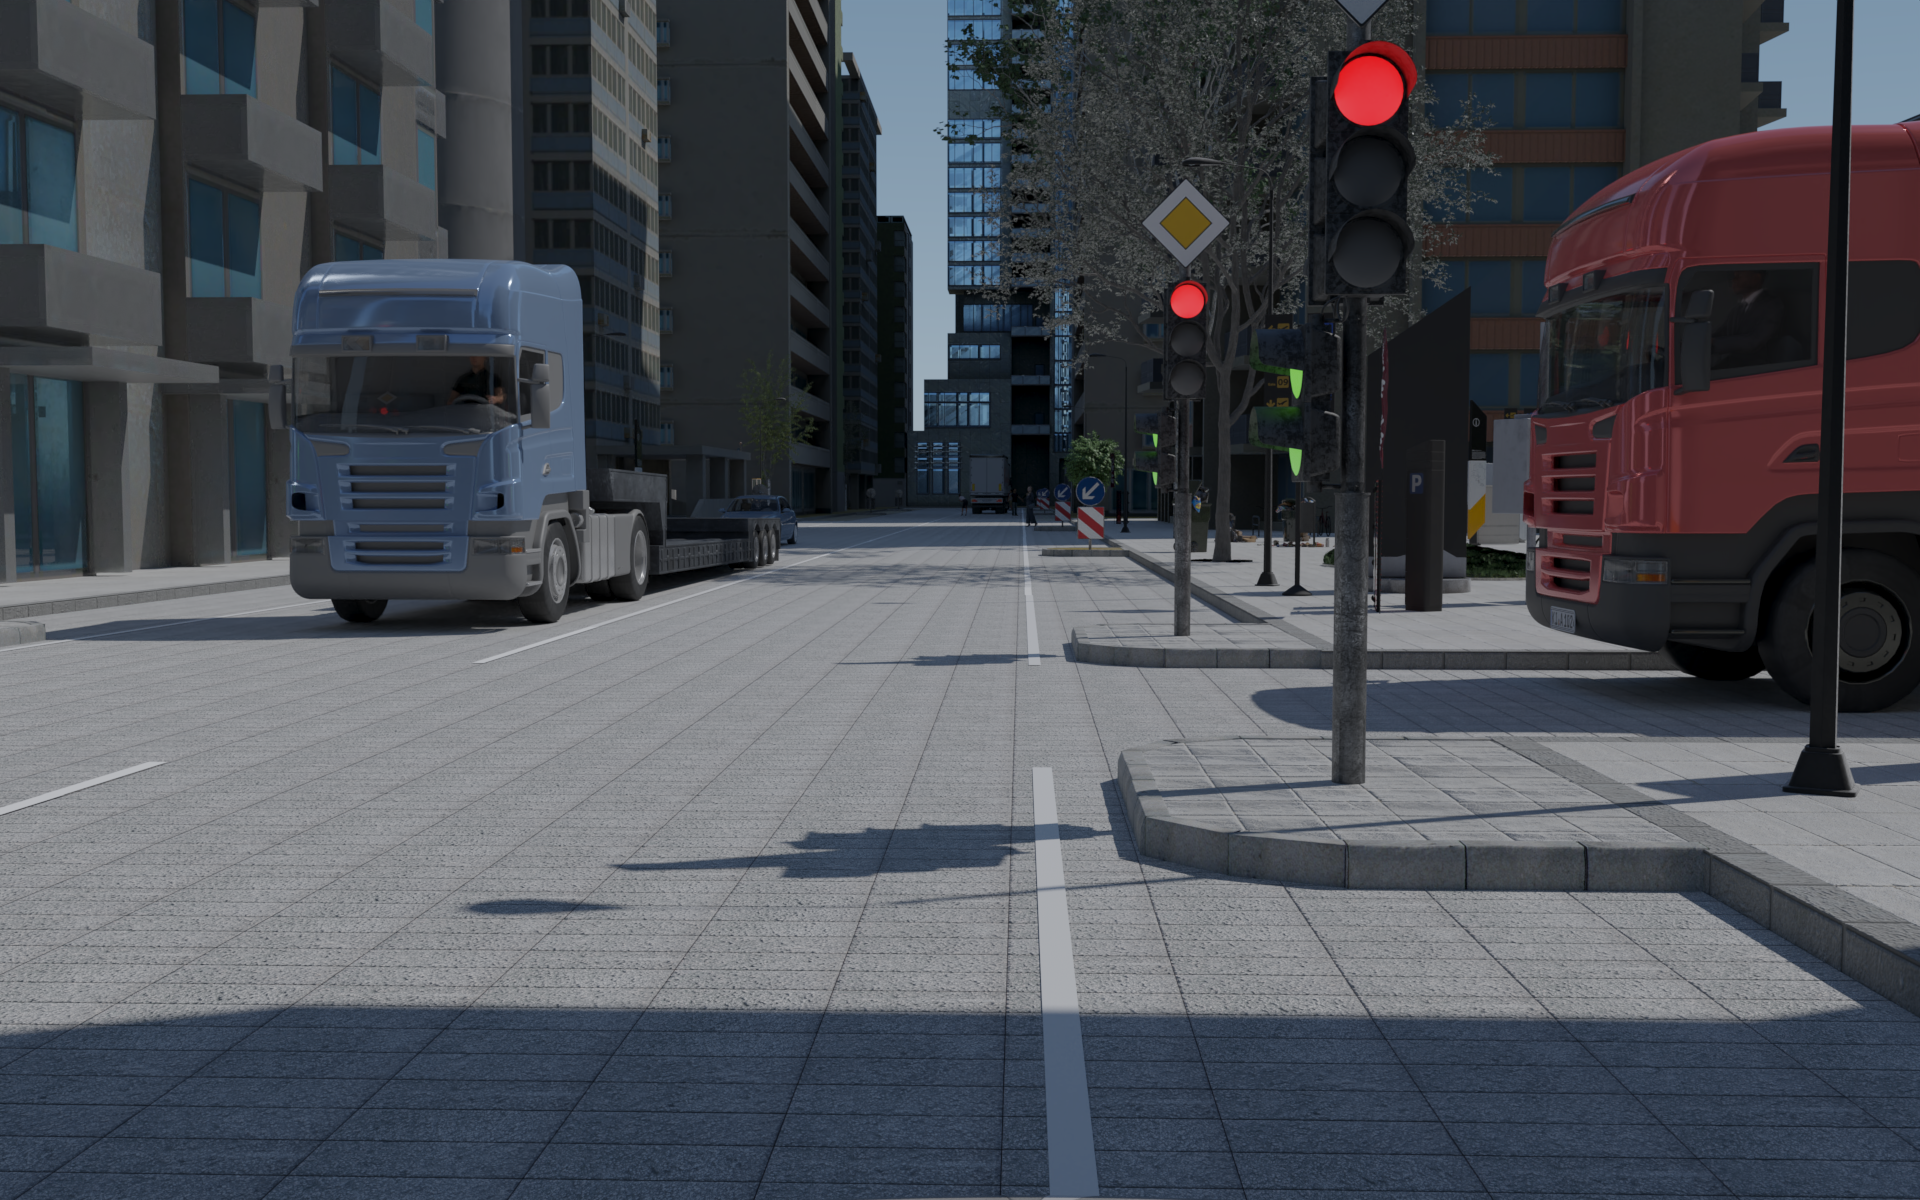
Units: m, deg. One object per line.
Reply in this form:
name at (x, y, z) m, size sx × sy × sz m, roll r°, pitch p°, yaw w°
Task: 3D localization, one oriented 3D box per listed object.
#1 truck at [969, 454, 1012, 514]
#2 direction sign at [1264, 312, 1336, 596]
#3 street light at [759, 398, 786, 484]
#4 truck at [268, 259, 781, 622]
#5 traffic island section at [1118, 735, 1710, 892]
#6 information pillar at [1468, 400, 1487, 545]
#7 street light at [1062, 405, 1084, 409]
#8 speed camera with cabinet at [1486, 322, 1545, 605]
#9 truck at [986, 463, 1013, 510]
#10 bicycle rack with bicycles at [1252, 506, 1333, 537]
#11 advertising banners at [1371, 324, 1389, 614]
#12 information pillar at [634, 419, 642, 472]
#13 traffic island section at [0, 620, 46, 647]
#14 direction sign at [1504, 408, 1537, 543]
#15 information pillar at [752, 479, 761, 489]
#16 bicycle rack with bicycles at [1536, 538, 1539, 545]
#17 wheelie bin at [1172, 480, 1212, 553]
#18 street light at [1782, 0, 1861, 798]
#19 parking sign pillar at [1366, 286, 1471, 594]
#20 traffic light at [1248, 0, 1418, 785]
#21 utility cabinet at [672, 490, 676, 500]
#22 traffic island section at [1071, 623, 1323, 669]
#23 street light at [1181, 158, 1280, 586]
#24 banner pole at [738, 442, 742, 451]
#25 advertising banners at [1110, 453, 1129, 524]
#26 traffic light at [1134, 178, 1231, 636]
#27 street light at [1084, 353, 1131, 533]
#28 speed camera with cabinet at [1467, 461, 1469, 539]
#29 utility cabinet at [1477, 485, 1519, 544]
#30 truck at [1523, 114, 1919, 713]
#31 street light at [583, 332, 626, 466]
truck at (2.244, -8.511, 128.067) m, size 2.839 × 4.237 × 11.283 m, roll 0°, pitch 4°, yaw 4°
direction sign at (4.263, -1.823, 21.800) m, size 0.876 × 3.537 × 0.379 m, roll 1°, pitch 4°, yaw 19°
street light at (-9.115, -6.804, 83.780) m, size 1.470 × 5.913 × 1.316 m, roll 0°, pitch 4°, yaw 2°
truck at (-5.334, -2.232, 26.255) m, size 2.967 × 4.110 × 18.799 m, roll 0°, pitch 4°, yaw 3°
traffic island section at (1.752, 0.891, 7.717) m, size 2.009 × 0.180 × 2.903 m, roll 0°, pitch 4°, yaw 2°
information pillar at (12.867, -3.166, 43.113) m, size 0.504 × 3.616 × 0.183 m, roll -1°, pitch 4°, yaw -23°
street light at (6.045, -7.223, 90.635) m, size 1.470 × 5.913 × 1.316 m, roll 0°, pitch 4°, yaw 2°
speed camera with cabinet at (7.255, -1.601, 20.514) m, size 2.038 × 3.252 × 0.660 m, roll -2°, pitch 4°, yaw -28°
truck at (3.302, -10.379, 158.615) m, size 2.839 × 4.237 × 11.283 m, roll 0°, pitch 4°, yaw 3°
bicycle rack with bicycles at (10.102, -2.435, 53.201) m, size 2.852 × 0.926 × 2.925 m, roll 0°, pitch 4°, yaw 5°
advertising banners at (4.591, -1.392, 18.944) m, size 0.090 × 3.025 × 2.074 m, roll 1°, pitch 4°, yaw 12°
information pillar at (-10.079, -3.848, 54.276) m, size 0.183 × 3.616 × 0.504 m, roll 0°, pitch 4°, yaw 7°
traffic island section at (-9.999, 0.376, 16.126) m, size 2.009 × 0.180 × 2.903 m, roll 0°, pitch 4°, yaw 2°
direction sign at (14.750, -3.283, 45.676) m, size 0.876 × 3.537 × 0.379 m, roll 0°, pitch 4°, yaw -4°
information pillar at (-9.713, -4.783, 82.692) m, size 0.304 × 2.012 × 0.304 m, roll 2°, pitch 4°, yaw 35°
bicycle rack with bicycles at (11.497, -0.952, 28.955) m, size 2.852 × 0.926 × 2.925 m, roll -2°, pitch 4°, yaw -31°
wheelie bin at (5.125, -1.858, 38.293) m, size 0.693 × 1.594 × 0.980 m, roll -2°, pitch 4°, yaw -29°
street light at (3.188, -2.128, 7.342) m, size 1.470 × 5.913 × 1.316 m, roll 0°, pitch 4°, yaw 2°
parking sign pillar at (6.022, -2.102, 22.838) m, size 1.447 × 3.967 × 1.447 m, roll 1°, pitch 4°, yaw 14°
traffic light at (1.712, -1.143, 7.605) m, size 0.839 × 4.253 × 0.868 m, roll 0°, pitch 4°, yaw 2°
utility cabinet at (-13.893, -4.594, 83.791) m, size 0.318 × 1.500 × 1.173 m, roll 0°, pitch 4°, yaw -6°
traffic island section at (2.034, 0.403, 15.697) m, size 2.009 × 0.180 × 2.903 m, roll 0°, pitch 4°, yaw 2°
street light at (3.758, -3.151, 24.067) m, size 1.470 × 5.913 × 1.316 m, roll 0°, pitch 4°, yaw 2°
banner pole at (-10.590, -5.701, 83.224) m, size 0.401 × 3.779 × 0.863 m, roll 0°, pitch 4°, yaw 5°
advertising banners at (6.794, -4.754, 73.917) m, size 0.090 × 3.025 × 2.074 m, roll 2°, pitch 4°, yaw 28°
traffic light at (1.995, -1.631, 15.585) m, size 0.839 × 4.253 × 0.868 m, roll 0°, pitch 4°, yaw 2°
street light at (4.950, -5.187, 57.349) m, size 1.470 × 5.913 × 1.316 m, roll 0°, pitch 4°, yaw 2°
speed camera with cabinet at (14.931, -3.299, 48.274) m, size 0.660 × 3.252 × 2.038 m, roll -2°, pitch 4°, yaw -24°
utility cabinet at (13.579, -2.155, 43.908) m, size 1.173 × 1.500 × 0.318 m, roll -1°, pitch 4°, yaw -16°
truck at (9.283, -1.429, 12.275) m, size 11.283 × 4.237 × 2.839 m, roll 0°, pitch 4°, yaw 1°
street light at (-10.241, -4.719, 49.695) m, size 1.470 × 5.913 × 1.316 m, roll 0°, pitch 4°, yaw 2°
